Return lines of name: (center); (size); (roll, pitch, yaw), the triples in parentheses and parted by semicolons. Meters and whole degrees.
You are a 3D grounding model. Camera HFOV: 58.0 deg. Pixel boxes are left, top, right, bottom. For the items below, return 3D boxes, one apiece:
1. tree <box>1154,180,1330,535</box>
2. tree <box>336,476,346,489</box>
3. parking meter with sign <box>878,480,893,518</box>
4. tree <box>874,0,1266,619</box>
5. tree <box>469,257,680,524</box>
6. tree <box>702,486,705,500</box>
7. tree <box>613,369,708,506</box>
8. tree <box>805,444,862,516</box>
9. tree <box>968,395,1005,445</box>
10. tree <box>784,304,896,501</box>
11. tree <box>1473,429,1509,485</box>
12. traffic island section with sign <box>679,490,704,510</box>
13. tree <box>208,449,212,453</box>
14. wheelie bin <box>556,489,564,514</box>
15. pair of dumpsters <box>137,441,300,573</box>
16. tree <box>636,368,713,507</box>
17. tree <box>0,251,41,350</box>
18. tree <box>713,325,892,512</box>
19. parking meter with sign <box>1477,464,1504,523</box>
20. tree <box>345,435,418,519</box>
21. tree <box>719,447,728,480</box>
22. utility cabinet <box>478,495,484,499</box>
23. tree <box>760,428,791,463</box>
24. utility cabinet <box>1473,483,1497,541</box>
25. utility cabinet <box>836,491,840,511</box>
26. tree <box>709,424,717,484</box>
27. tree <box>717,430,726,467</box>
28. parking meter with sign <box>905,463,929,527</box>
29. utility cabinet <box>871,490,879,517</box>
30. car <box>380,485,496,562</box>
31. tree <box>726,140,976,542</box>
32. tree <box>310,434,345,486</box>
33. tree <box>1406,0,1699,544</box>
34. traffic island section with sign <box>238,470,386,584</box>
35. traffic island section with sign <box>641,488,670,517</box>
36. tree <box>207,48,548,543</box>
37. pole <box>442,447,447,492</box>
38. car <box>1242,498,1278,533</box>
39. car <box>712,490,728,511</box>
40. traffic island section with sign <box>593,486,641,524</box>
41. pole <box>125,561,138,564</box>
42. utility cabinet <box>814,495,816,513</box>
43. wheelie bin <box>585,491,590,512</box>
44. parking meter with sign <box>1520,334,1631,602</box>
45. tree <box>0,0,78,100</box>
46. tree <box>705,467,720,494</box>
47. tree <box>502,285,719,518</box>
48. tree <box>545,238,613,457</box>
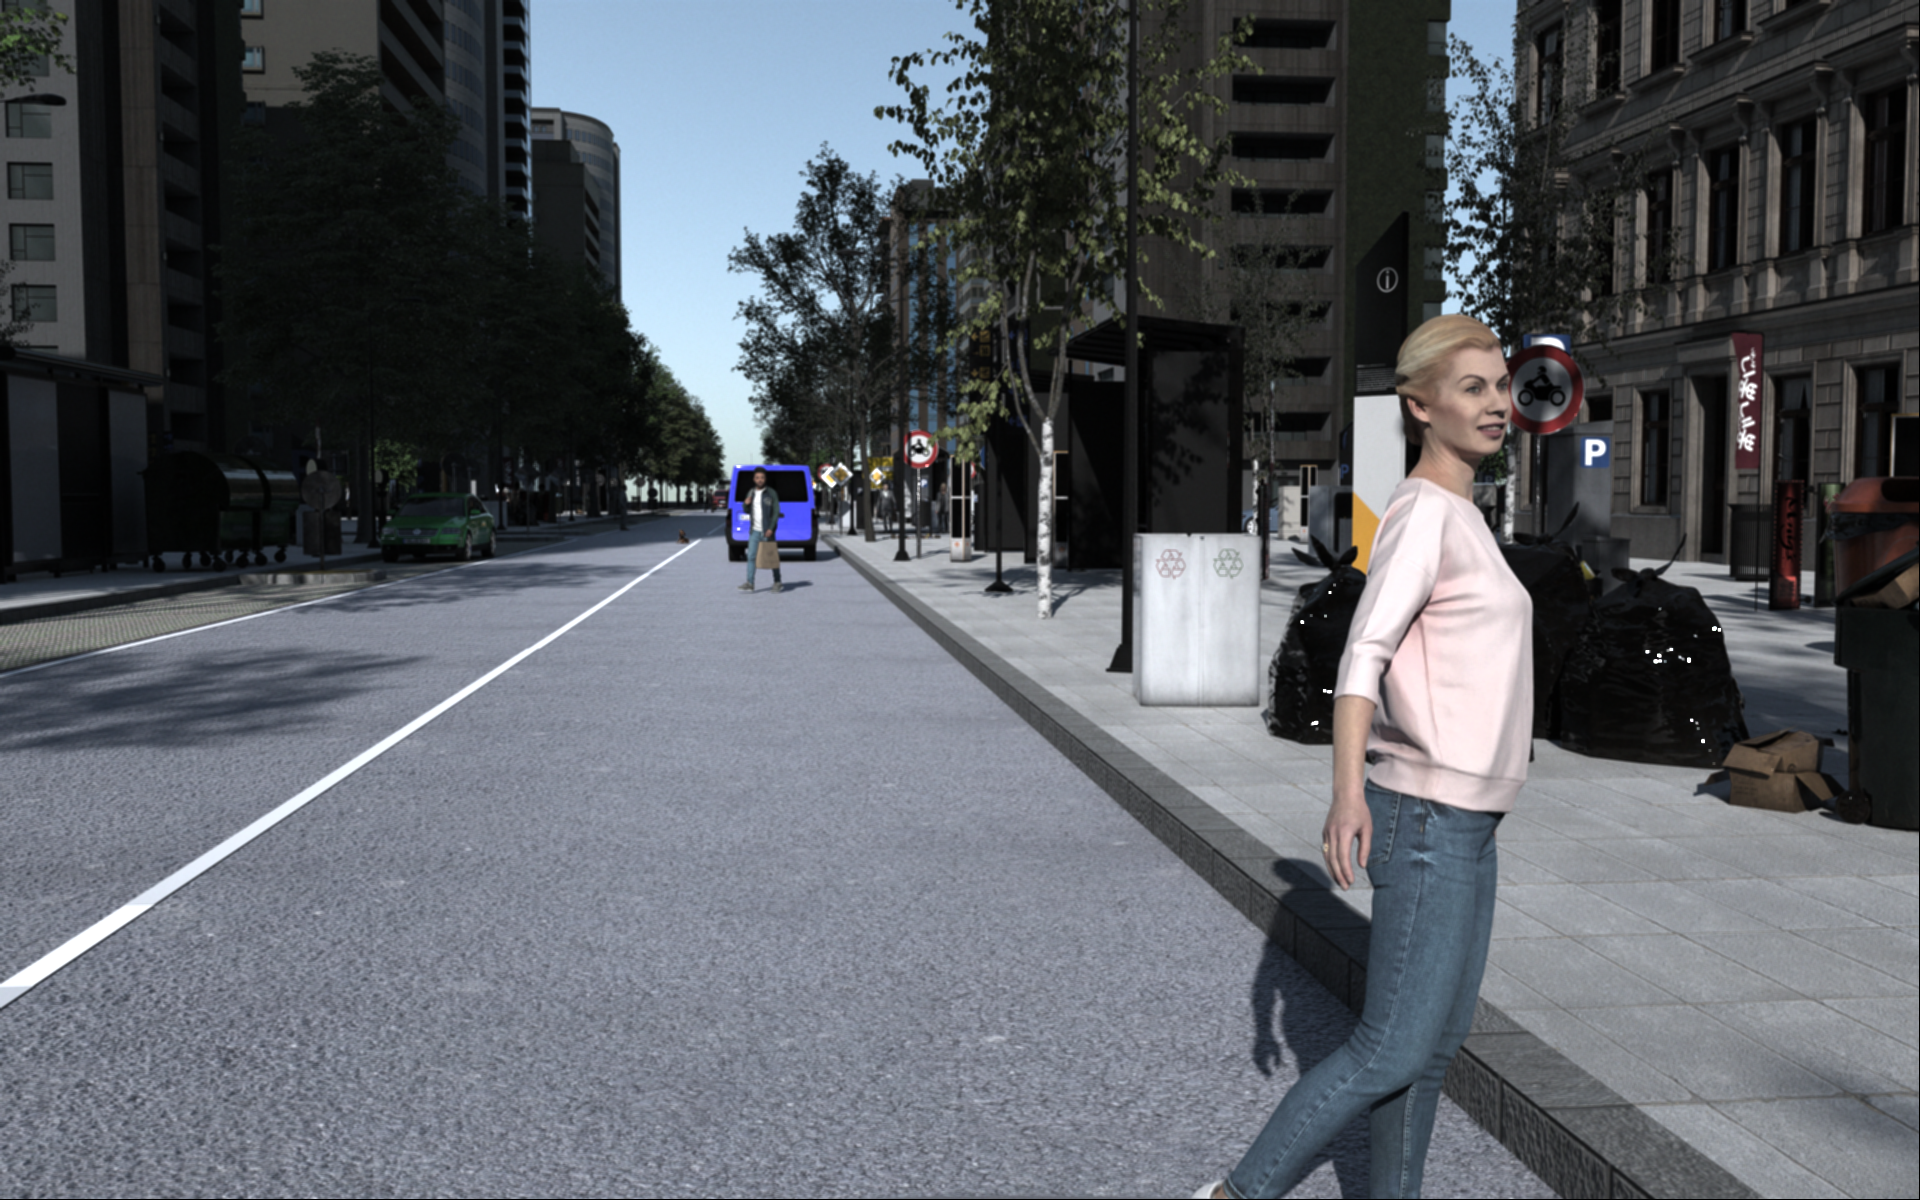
tree: (6.642, -5.469, 39.776); (4.360, 8.622, 3.978); (0, 3, 0)
tree: (-33.223, -5.920, 91.390); (1.663, 3.219, 1.824); (0, 3, 0)
parking meter with sign: (-3.746, -5.836, 91.674); (0.543, 3.016, 1.738); (-3, 4, -38)
tree: (0.971, -4.127, 17.840); (4.737, 8.622, 4.395); (0, 3, 0)
tree: (-17.707, -9.154, 75.419); (9.928, 11.665, 9.643); (0, 3, 0)
tree: (-38.138, -18.827, 258.188); (4.360, 8.622, 3.978); (0, 3, 0)
tree: (-26.155, -14.120, 148.987); (7.486, 12.596, 7.792); (0, 3, 0)
tree: (-7.596, -7.353, 103.938); (4.285, 4.588, 4.351); (0, 3, 0)
tree: (2.601, -9.855, 111.485); (4.360, 8.622, 3.978); (0, 3, 0)
tree: (-4.599, -7.075, 66.047); (4.360, 8.622, 3.978); (0, 3, 0)
tree: (22.635, -5.604, 75.336); (4.285, 4.588, 4.351); (0, 3, 0)
traffic island section with sign: (-24.990, -9.266, 160.123); (1.989, 1.847, 2.006); (0, 4, -6)
tree: (-31.650, -4.819, 73.391); (1.663, 3.219, 1.824); (0, 3, 0)
wheelie bin: (-26.011, -6.349, 111.713); (0.980, 1.594, 0.693); (3, 4, 39)
pair of dumpsters: (-12.898, -1.699, 30.274); (1.574, 2.255, 4.437); (0, 4, -6)
tree: (-29.228, -15.799, 168.685); (12.009, 13.543, 11.850); (0, 3, 0)
tree: (-24.580, -5.580, 41.591); (4.360, 8.622, 3.978); (0, 3, 0)
tree: (-9.616, -13.004, 122.978); (12.009, 13.543, 11.850); (0, 3, 0)
parking meter with sign: (16.306, -3.517, 53.767); (0.543, 3.016, 1.738); (0, 4, 3)
tree: (-29.292, -6.476, 89.598); (4.285, 4.588, 4.351); (0, 3, 0)
tree: (-33.090, -18.011, 211.490); (9.611, 12.733, 9.660); (0, 3, 0)
utility cabinet: (-32.591, -6.527, 117.874); (0.306, 1.237, 1.020); (-1, 4, -9)
tree: (-23.506, -19.141, 238.702); (9.928, 11.665, 9.643); (0, 3, 0)
utility cabinet: (10.156, -1.602, 34.869); (1.173, 1.500, 0.318); (2, 4, 31)
utility cabinet: (-9.315, -7.431, 130.173); (0.318, 1.500, 1.173); (-3, 5, -41)
tree: (-31.865, -16.824, 193.192); (7.486, 12.596, 7.792); (0, 3, 0)
tree: (-37.420, -20.327, 250.467); (7.486, 12.596, 7.792); (0, 3, 0)
parking meter with sign: (-1.582, -4.437, 68.812); (0.543, 3.016, 1.738); (-2, 4, -25)
utility cabinet: (-5.057, -5.285, 95.081); (1.173, 1.500, 0.318); (0, 4, 3)
car: (-11.288, -1.763, 37.623); (1.959, 1.807, 4.718); (0, 4, -5)
tree: (-2.751, -6.846, 46.337); (7.601, 10.594, 8.767); (0, 4, 3)
tree: (-34.817, -6.835, 95.460); (4.285, 4.588, 4.351); (0, 3, 0)
tree: (8.508, -4.626, 25.996); (4.360, 8.622, 3.978); (0, 3, 0)
traffic island section with sign: (-10.545, -1.209, 28.390); (1.989, 1.847, 2.006); (0, 4, -6)
traffic island section with sign: (-19.542, -6.227, 110.446); (1.989, 1.847, 2.006); (0, 4, -6)
tree: (-15.671, -7.777, 45.280); (7.486, 12.596, 7.792); (0, 3, 0)
pole: (-21.972, -4.893, 73.848); (0.158, 3.312, 0.155); (0, 3, 0)
car: (11.428, -2.949, 60.225); (4.499, 1.417, 2.014); (0, 4, -8)
car: (-20.544, -8.680, 150.593); (2.281, 1.827, 5.304); (0, 4, -6)
traffic island section with sign: (-16.570, -4.574, 83.407); (1.989, 1.847, 2.006); (0, 4, -6)
pole: (-15.140, -2.307, 31.564); (0.158, 3.312, 0.155); (0, 3, 0)
utility cabinet: (-9.788, -6.222, 112.895); (0.306, 1.237, 1.020); (2, 4, 29)
wheelie bin: (-26.060, -6.990, 122.197); (0.693, 1.594, 0.980); (0, 4, 1)
parking meter with sign: (6.476, -1.339, 18.156); (0.543, 3.016, 1.738); (0, 4, -6)
tree: (-11.006, -5.367, 13.511); (9.928, 11.665, 9.643); (0, 3, 0)
tree: (-39.536, -19.625, 271.227); (4.737, 8.622, 4.395); (0, 3, 0)
tree: (-20.045, -10.823, 93.959); (9.611, 12.733, 9.660); (0, 3, 0)
tree: (-17.526, -9.053, 66.138); (7.486, 12.596, 7.792); (0, 3, 0)
